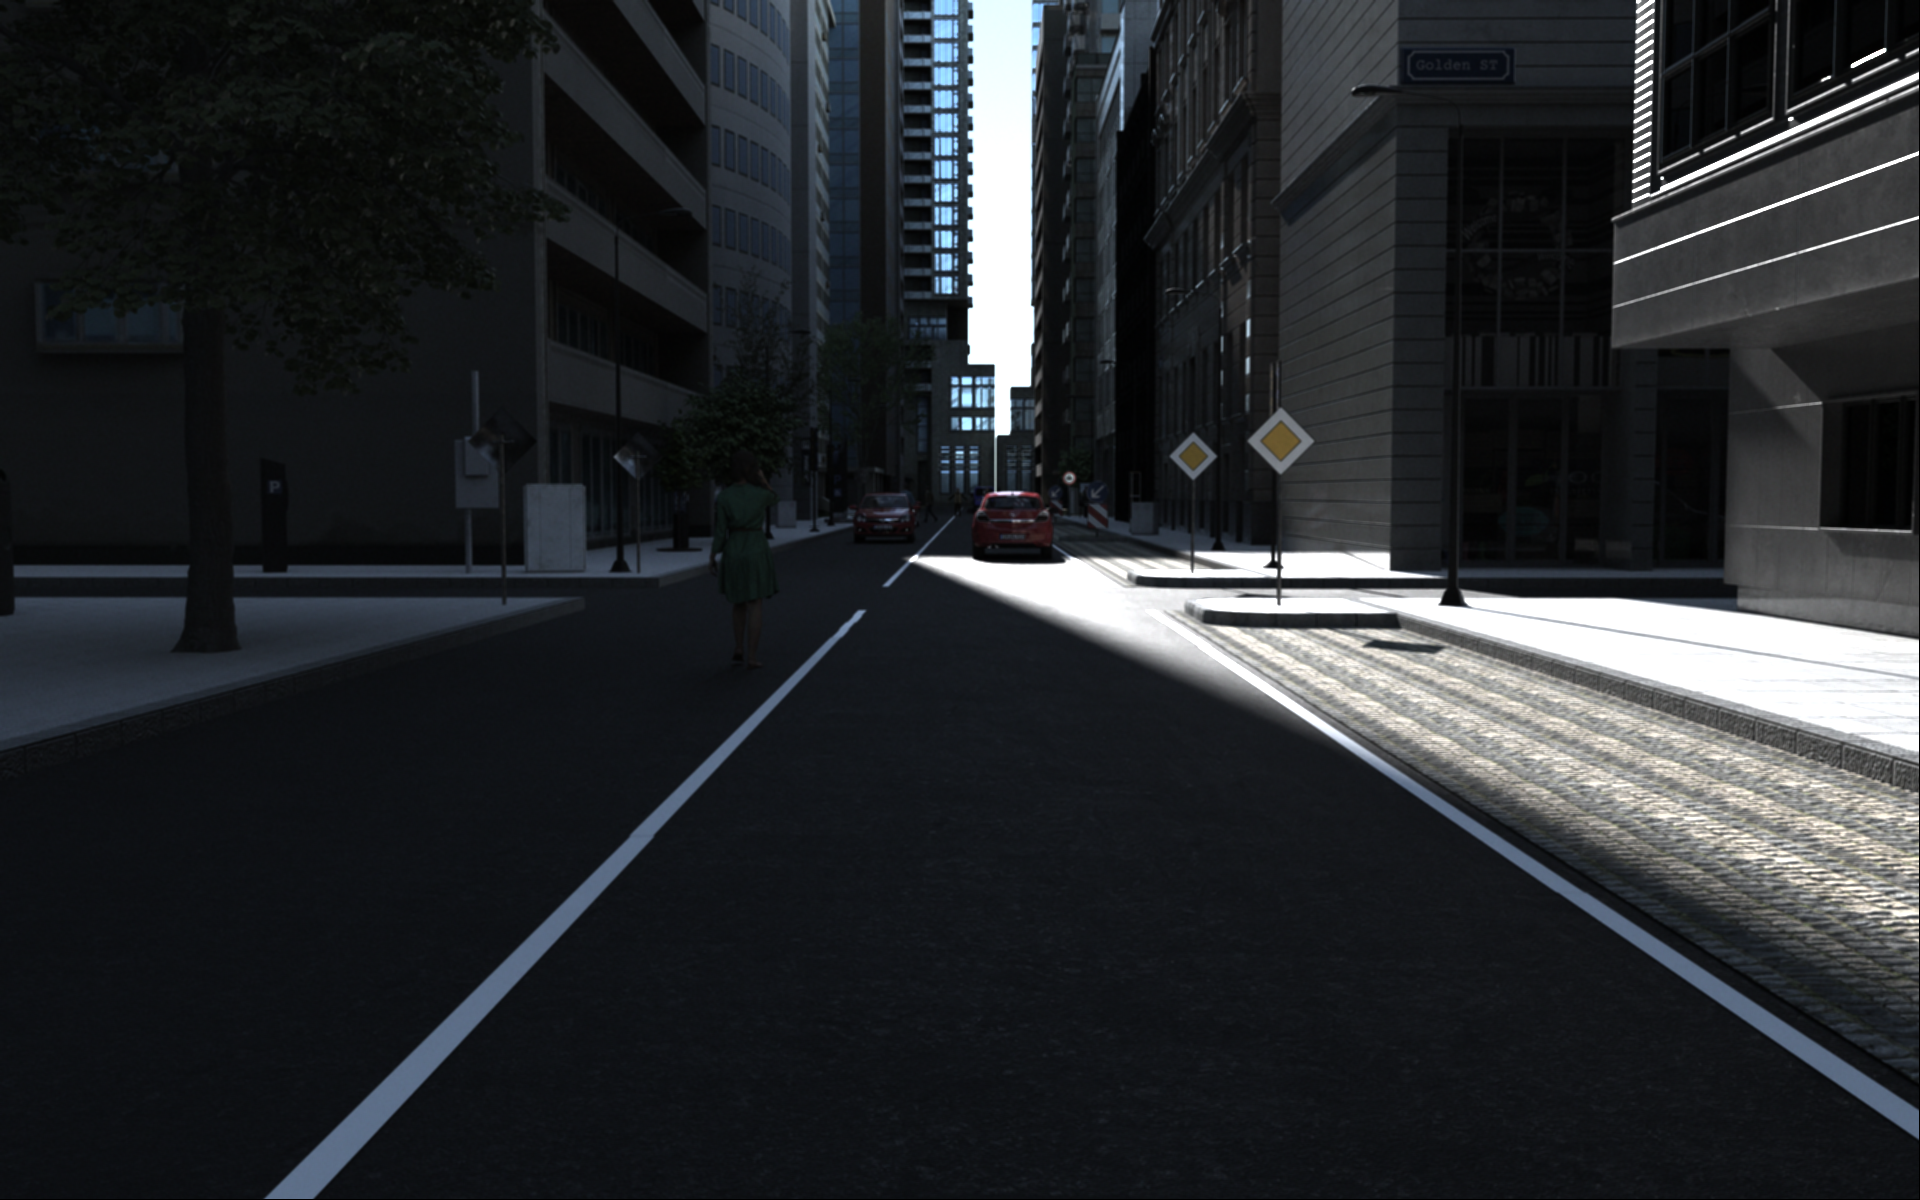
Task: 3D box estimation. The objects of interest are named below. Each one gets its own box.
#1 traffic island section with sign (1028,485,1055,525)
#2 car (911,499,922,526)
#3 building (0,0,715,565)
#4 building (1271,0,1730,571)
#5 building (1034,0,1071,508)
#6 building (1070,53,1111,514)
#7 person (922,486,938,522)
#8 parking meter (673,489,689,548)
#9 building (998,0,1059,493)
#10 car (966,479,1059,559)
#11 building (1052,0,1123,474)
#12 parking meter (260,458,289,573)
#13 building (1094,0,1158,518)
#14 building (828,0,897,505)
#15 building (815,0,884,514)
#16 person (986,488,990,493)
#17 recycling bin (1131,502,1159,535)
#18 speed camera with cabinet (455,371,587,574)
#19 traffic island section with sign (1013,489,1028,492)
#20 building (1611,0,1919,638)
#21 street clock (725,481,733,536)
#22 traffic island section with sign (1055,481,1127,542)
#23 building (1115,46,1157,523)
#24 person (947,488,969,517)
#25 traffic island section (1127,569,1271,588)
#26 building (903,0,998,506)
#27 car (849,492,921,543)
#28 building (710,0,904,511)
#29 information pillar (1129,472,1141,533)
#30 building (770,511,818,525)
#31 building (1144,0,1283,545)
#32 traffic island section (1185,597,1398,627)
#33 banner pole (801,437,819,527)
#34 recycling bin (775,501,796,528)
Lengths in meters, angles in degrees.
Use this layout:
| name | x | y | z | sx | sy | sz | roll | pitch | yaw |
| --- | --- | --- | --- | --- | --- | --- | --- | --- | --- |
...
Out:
| name | x | y | z | sx | sy | sz | roll | pitch | yaw |
| --- | --- | --- | --- | --- | --- | --- | --- | --- | --- |
| traffic island section with sign | 4.263 | -4.344 | 79.658 | 1.989 | 1.847 | 2.006 | 0 | 4 | 1 |
| car | -2.728 | -4.063 | 75.467 | 2.155 | 1.783 | 4.494 | 0 | 4 | 1 |
| building | -18.126 | -25.479 | 40.284 | 21.300 | 48.544 | 21.600 | 0 | 4 | 1 |
| building | 21.940 | -15.640 | 33.200 | 29.804 | 29.767 | 11.434 | 0 | 4 | 1 |
| building | 18.207 | -33.203 | 166.575 | 21.300 | 48.544 | 21.600 | 0 | 4 | 1 |
| building | 14.417 | -21.138 | 117.313 | 14.160 | 30.474 | 14.107 | 0 | 4 | 1 |
| person | -1.546 | -4.871 | 88.044 | 0.836 | 1.842 | 0.656 | 0 | 4 | -2 |
| parking meter | -6.654 | -2.009 | 41.265 | 0.372 | 1.533 | 0.369 | 0 | 3 | 0 |
| building | 19.638 | -54.036 | 196.166 | 31.000 | 86.520 | 22.319 | 0 | 4 | 1 |
| car | 1.206 | -1.877 | 39.729 | 2.155 | 1.783 | 4.494 | 0 | 4 | 2 |
| building | 19.792 | -31.815 | 139.791 | 23.786 | 49.044 | 30.456 | 0 | 4 | 1 |
| parking meter | -11.209 | -1.384 | 28.342 | 0.399 | 1.863 | 0.255 | -2 | 4 | -30 |
| building | 13.926 | -16.819 | 93.009 | 12.078 | 24.808 | 19.932 | 0 | 4 | 1 |
| building | -13.105 | -30.452 | 148.002 | 14.600 | 45.320 | 14.200 | 0 | 4 | 1 |
| building | -21.471 | -25.879 | 115.000 | 32.217 | 40.220 | 23.993 | 0 | 4 | 1 |
| person | 1.755 | -5.563 | 99.679 | 0.699 | 1.804 | 1.509 | 1 | 4 | 23 |
| recycling bin | 5.830 | -2.566 | 54.506 | 0.722 | 1.027 | 0.722 | 1 | 4 | 23 |
| speed camera with cabinet | -7.167 | -2.074 | 28.253 | 2.038 | 3.252 | 0.660 | -1 | 4 | -15 |
| traffic island section with sign | 4.988 | -9.061 | 156.781 | 1.989 | 1.847 | 2.006 | 0 | 4 | 1 |
| building | 13.749 | -11.275 | 3.415 | 14.314 | 24.678 | 30.058 | 0 | 4 | 1 |
| street clock | -6.864 | -2.900 | 51.986 | 0.471 | 2.002 | 0.358 | -2 | 4 | -26 |
| traffic island section with sign | 4.010 | -2.686 | 52.547 | 1.989 | 1.847 | 2.006 | 0 | 4 | 1 |
| building | 13.565 | -15.017 | 75.205 | 12.332 | 23.373 | 15.834 | 0 | 4 | 1 |
| person | -0.136 | -6.185 | 109.722 | 1.348 | 1.812 | 0.705 | 0 | 4 | -3 |
| traffic island section | 3.769 | -0.347 | 27.950 | 2.009 | 0.180 | 2.903 | 0 | 4 | 1 |
| building | -11.558 | -54.089 | 197.029 | 31.000 | 86.520 | 22.319 | 0 | 4 | 1 |
| car | -2.249 | -2.641 | 52.214 | 2.155 | 1.783 | 4.494 | 0 | 4 | -1 |
| building | -19.584 | -38.211 | 166.745 | 28.212 | 58.520 | 21.231 | 0 | 4 | 1 |
| information pillar | 5.796 | -3.231 | 57.321 | 0.304 | 2.012 | 0.304 | -1 | 4 | -9 |
| building | -17.885 | -32.466 | 72.824 | 21.231 | 58.520 | 28.212 | 0 | 4 | 1 |
| building | 13.051 | -15.743 | 54.658 | 12.463 | 27.353 | 25.104 | 0 | 4 | 1 |
| traffic island section | 3.693 | 0.142 | 19.965 | 2.009 | 0.180 | 2.903 | 0 | 4 | 1 |
| banner pole | -5.840 | -4.720 | 67.184 | 0.863 | 3.779 | 0.401 | -3 | 5 | -44 |
| recycling bin | -6.630 | -3.263 | 65.910 | 0.722 | 1.027 | 0.722 | -1 | 4 | -13 |
